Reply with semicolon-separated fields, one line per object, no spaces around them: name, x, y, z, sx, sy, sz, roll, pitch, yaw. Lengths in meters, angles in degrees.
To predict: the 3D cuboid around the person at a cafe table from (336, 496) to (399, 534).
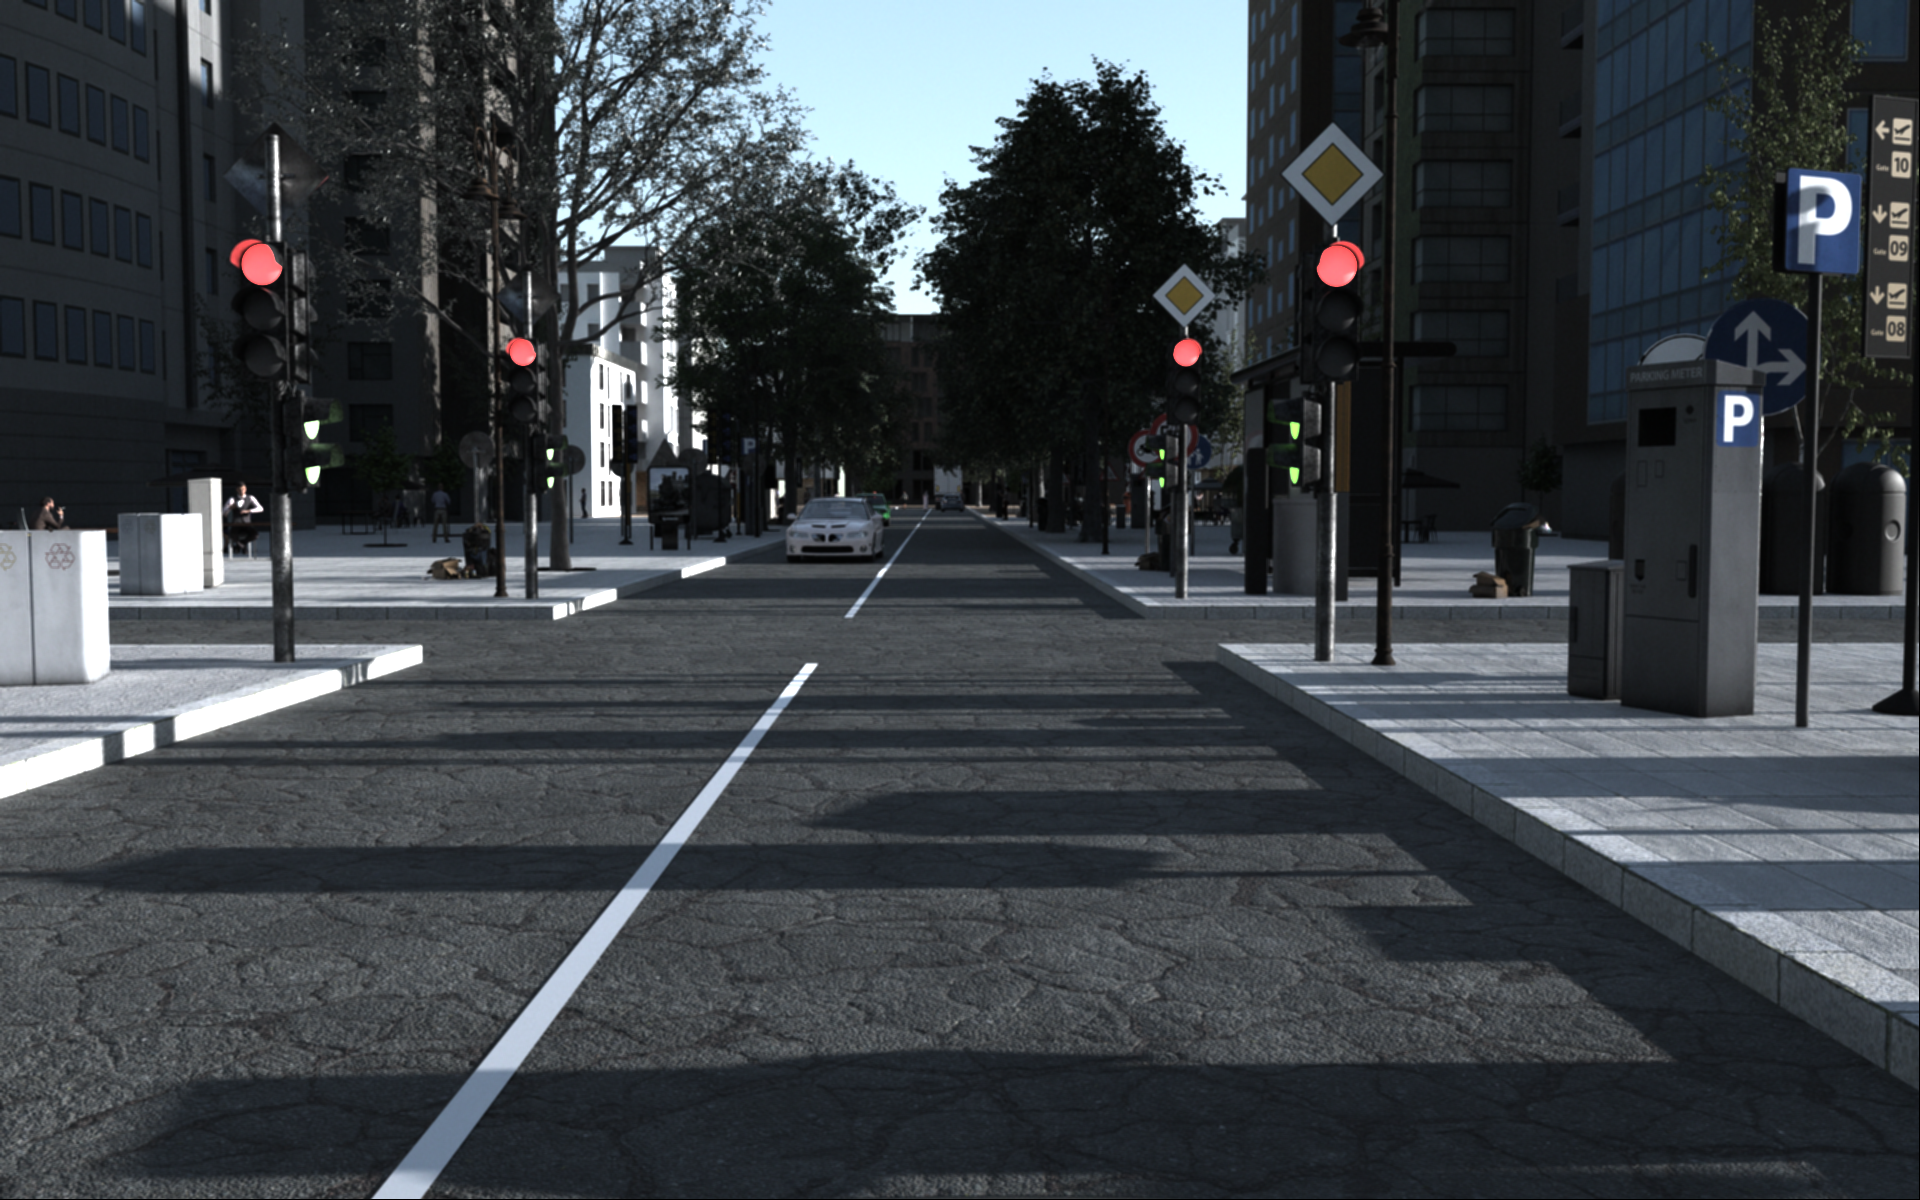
person at a cafe table;-18.944;-2.740;55.657;1.726;1.238;1.698;0;4;-6

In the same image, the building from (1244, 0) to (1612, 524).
building;22.559;-26.718;86.952;14.600;45.320;14.200;0;4;-1

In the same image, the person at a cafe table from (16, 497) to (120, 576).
person at a cafe table;-13.971;-1.017;27.493;1.726;1.238;1.698;-3;4;-38

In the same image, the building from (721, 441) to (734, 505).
building;-39.843;-15.665;198.271;28.070;9.664;9.099;0;4;-1

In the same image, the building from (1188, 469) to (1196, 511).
building;24.425;-16.392;124.422;16.016;20.091;11.380;0;4;-1

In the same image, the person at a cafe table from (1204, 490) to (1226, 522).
person at a cafe table;12.178;-4.387;80.236;1.698;1.524;1.622;2;4;25

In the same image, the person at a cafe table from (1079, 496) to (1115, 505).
person at a cafe table;7.406;-5.199;95.865;1.726;1.238;1.698;2;4;32

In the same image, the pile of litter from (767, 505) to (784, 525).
pile of litter;-7.649;-3.565;72.253;1.176;0.858;1.719;1;4;11

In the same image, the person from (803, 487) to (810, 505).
person;-11.049;-7.202;124.326;0.617;1.759;0.750;-1;4;-21

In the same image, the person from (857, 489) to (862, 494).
person;-8.547;-8.688;148.778;0.721;1.739;1.217;3;5;41

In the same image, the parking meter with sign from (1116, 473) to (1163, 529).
parking meter with sign;6.690;-4.174;64.509;1.738;3.016;0.543;0;4;4

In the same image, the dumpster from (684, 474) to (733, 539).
dumpster;-7.257;-2.698;49.863;1.264;1.857;1.865;0;4;0

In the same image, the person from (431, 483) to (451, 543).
person;-13.756;-2.309;45.865;0.516;1.574;0.319;0;4;5

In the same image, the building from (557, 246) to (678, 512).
building;-29.424;-16.732;129.988;16.016;20.091;11.380;0;4;-1

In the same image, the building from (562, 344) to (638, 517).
building;-25.131;-10.307;110.662;9.099;9.664;28.070;0;4;-1

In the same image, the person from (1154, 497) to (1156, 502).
person;12.810;-6.555;116.446;0.599;1.433;0.991;-3;5;-40

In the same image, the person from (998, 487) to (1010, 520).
person;2.186;-4.781;85.669;0.517;1.644;0.566;-3;4;-39

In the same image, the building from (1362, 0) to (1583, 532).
building;22.535;-23.326;64.974;14.154;41.232;14.086;0;4;-1

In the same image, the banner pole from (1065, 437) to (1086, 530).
banner pole;4.222;-4.442;62.636;0.863;3.779;0.401;-2;4;-24

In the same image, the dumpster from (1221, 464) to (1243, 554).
dumpster;6.356;-2.058;36.135;1.502;2.255;1.985;0;4;-1

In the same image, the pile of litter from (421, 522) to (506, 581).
pile of litter;-7.656;-0.771;26.573;1.176;0.858;1.719;2;4;27

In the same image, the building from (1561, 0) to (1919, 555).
building;24.207;-23.959;41.842;14.200;45.320;14.600;0;4;-1

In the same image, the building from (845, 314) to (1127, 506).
building;3.018;-22.237;207.551;32.646;21.610;27.936;0;4;-1

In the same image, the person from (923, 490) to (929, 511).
person;-2.826;-8.291;144.725;0.551;1.740;0.621;1;4;20

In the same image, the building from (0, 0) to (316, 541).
building;-33.711;-30.882;46.923;21.231;58.520;28.212;0;4;-1

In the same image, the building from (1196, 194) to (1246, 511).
building;24.475;-15.697;113.063;16.016;20.091;11.380;0;4;-1

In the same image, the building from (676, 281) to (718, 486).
building;-37.806;-17.367;150.414;31.486;18.905;16.747;0;4;-1

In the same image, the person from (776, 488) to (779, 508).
person;-17.157;-9.516;161.492;0.599;1.838;0.709;-1;4;-20

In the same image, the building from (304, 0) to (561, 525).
building;-26.325;-18.670;76.961;14.160;30.474;14.107;0;4;-1

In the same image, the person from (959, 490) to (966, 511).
person;0.021;-8.163;142.489;0.750;1.759;0.617;-3;5;-39

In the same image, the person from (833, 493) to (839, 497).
person;-11.649;-9.412;163.118;0.628;1.438;0.799;1;4;17

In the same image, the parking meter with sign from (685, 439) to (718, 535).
parking meter with sign;-8.128;-3.553;54.350;0.543;3.016;1.738;1;4;15

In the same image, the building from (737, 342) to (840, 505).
building;-20.162;-21.158;202.353;11.380;20.091;16.016;0;4;-1

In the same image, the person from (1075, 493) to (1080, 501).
person;5.824;-4.684;86.533;0.435;1.345;0.340;3;4;38

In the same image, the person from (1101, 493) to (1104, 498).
person;10.986;-8.116;138.745;1.348;1.824;0.705;-2;4;-23

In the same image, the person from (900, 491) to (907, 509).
person;-5.424;-9.658;167.198;0.721;1.735;1.217;-3;4;-36

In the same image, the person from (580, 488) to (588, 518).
person;-20.068;-5.153;92.249;0.435;1.587;0.963;-1;4;-22

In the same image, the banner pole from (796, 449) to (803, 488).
banner pole;-7.744;-5.633;82.121;0.401;3.779;0.863;3;4;38

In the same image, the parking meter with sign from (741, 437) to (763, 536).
parking meter with sign;-6.467;-3.542;54.171;0.543;3.016;1.738;0;4;-1

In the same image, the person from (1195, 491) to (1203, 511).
person;13.892;-5.615;101.039;0.799;1.438;0.628;2;4;30

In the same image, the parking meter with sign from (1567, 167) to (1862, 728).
parking meter with sign;4.325;-0.853;10.211;0.543;3.016;1.738;-1;4;-22

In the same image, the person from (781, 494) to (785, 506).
person;-15.302;-8.683;151.201;0.799;1.438;0.628;1;4;20

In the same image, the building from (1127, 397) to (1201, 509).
building;19.812;-12.372;144.428;9.099;9.664;28.070;0;4;-1

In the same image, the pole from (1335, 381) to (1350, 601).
pole;4.573;-1.643;20.704;0.158;3.312;0.155;0;3;0

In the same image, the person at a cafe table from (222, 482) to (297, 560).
person at a cafe table;-13.937;-1.540;33.690;1.698;1.524;1.622;-2;4;-30
